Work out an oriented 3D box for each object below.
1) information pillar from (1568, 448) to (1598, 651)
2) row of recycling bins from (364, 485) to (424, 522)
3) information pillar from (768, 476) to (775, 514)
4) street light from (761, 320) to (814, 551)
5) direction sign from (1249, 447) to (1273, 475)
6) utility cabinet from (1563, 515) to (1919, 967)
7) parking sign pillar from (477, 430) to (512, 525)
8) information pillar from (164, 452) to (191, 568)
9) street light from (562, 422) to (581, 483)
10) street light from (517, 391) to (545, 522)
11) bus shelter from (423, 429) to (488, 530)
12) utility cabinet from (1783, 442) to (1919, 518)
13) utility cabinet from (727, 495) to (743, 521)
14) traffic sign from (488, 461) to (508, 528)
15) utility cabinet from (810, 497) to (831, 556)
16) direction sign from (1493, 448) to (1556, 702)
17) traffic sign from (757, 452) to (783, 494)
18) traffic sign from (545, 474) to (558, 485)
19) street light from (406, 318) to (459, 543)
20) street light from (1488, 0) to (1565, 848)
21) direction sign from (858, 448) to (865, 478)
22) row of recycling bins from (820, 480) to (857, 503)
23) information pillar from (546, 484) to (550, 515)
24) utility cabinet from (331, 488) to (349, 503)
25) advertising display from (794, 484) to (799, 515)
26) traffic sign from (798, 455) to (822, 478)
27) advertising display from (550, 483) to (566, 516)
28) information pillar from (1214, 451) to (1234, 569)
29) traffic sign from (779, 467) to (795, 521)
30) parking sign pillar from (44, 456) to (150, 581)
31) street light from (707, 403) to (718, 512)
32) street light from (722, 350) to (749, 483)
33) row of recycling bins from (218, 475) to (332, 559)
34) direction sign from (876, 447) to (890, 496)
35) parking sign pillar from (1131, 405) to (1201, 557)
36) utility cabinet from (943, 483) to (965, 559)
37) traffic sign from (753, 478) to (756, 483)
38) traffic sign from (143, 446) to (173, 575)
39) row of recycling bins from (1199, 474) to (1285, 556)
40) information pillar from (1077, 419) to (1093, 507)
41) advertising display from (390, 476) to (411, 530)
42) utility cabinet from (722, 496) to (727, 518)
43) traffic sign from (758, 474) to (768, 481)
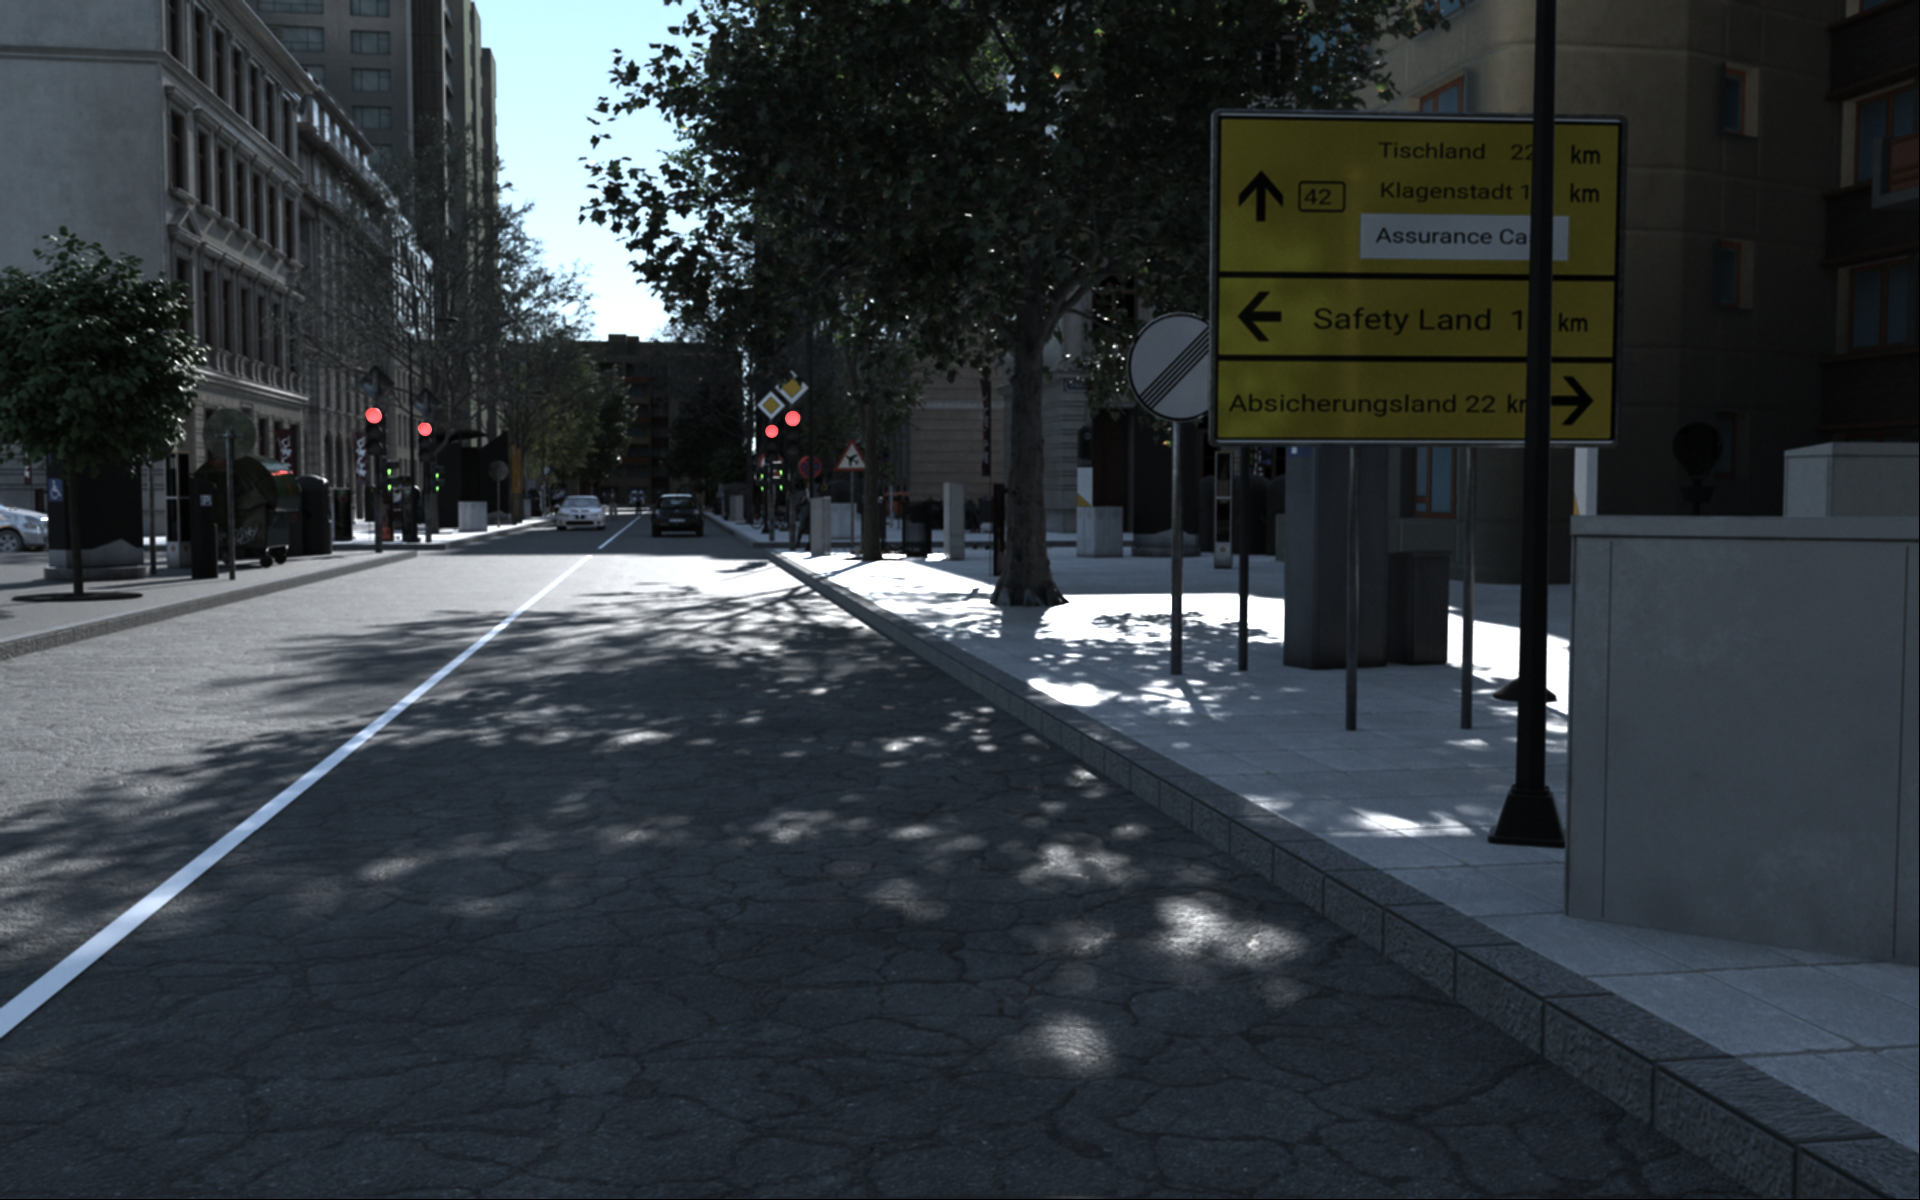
[{"bbox_3d":[5.058,-1.383,13.966,0.183,3.616,0.504,0,4,8],"label":"information pillar"},{"bbox_3d":[-26.169,-4.531,81.202,3.534,1.692,1.069,0,4,2],"label":"row of recycling bins"},{"bbox_3d":[-7.259,-4.606,66.661,0.183,3.616,0.504,-2,4,-32],"label":"information pillar"},{"bbox_3d":[-3.881,-4.054,38.826,1.470,5.913,1.316,-1,4,-10],"label":"street light"},{"bbox_3d":[8.860,-3.643,51.562,0.876,3.537,0.379,2,4,24],"label":"direction sign"},{"bbox_3d":[2.327,0.374,5.045,1.020,1.237,0.306,3,4,36],"label":"utility cabinet"},{"bbox_3d":[-19.649,-5.173,73.046,1.447,3.967,1.447,0,3,0],"label":"parking sign pillar"},{"bbox_3d":[-13.617,-1.571,30.174,0.304,2.012,0.304,1,4,20],"label":"information pillar"},{"bbox_3d":[-25.052,-8.515,111.757,1.470,5.913,1.316,-1,4,-10],"label":"street light"},{"bbox_3d":[-19.411,-6.466,78.260,1.470,5.913,1.316,-1,4,-10],"label":"street light"},{"bbox_3d":[-19.050,-4.549,65.653,1.731,3.624,6.357,-1,4,-10],"label":"bus shelter"},{"bbox_3d":[4.228,0.061,7.677,1.173,1.500,0.318,-1,4,-14],"label":"utility cabinet"},{"bbox_3d":[-10.626,-4.353,82.330,0.306,1.237,1.020,1,4,15],"label":"utility cabinet"},{"bbox_3d":[-17.592,-4.029,65.985,0.768,2.556,0.104,0,4,-3],"label":"traffic sign"},{"bbox_3d":[-2.930,-1.541,36.362,0.306,1.237,1.020,0,4,4],"label":"utility cabinet"},{"bbox_3d":[3.543,-1.148,10.763,0.876,3.537,0.379,-1,4,-11],"label":"direction sign"},{"bbox_3d":[-5.577,-3.115,51.031,0.768,2.556,0.104,0,4,0],"label":"traffic sign"},{"bbox_3d":[-24.628,-6.378,104.385,0.768,2.556,0.104,-1,4,-8],"label":"traffic sign"},{"bbox_3d":[-13.883,-4.470,45.623,1.470,5.913,1.316,-1,4,-10],"label":"street light"},{"bbox_3d":[1.583,-2.057,6.179,1.470,5.913,1.316,-1,4,-10],"label":"street light"},{"bbox_3d":[-4.617,-5.694,85.088,0.876,3.537,0.379,-3,4,-37],"label":"direction sign"},{"bbox_3d":[-3.600,-2.728,51.715,1.069,1.692,3.534,-1,4,-8],"label":"row of recycling bins"},{"bbox_3d":[-25.533,-6.270,107.003,0.304,2.012,0.304,-1,4,-17],"label":"information pillar"},{"bbox_3d":[-22.950,-3.346,63.386,1.173,1.500,0.318,-2,4,-24],"label":"utility cabinet"},{"bbox_3d":[-10.157,-6.207,106.698,0.123,1.923,0.974,1,4,19],"label":"advertising display"},{"bbox_3d":[-4.890,-3.452,56.546,0.768,2.556,0.104,0,4,-5],"label":"traffic sign"},{"bbox_3d":[-24.050,-6.016,103.570,0.974,1.923,0.123,-3,5,-39],"label":"advertising display"},{"bbox_3d":[4.545,-1.550,29.828,0.304,2.012,0.304,1,4,13],"label":"information pillar"},{"bbox_3d":[-8.080,-4.939,80.853,0.768,2.556,0.104,0,4,-1],"label":"traffic sign"},{"bbox_3d":[-13.086,-2.305,26.165,1.447,3.967,1.447,2,4,28],"label":"parking sign pillar"},{"bbox_3d":[-12.216,-7.103,88.667,1.470,5.913,1.316,-1,4,-10],"label":"street light"},{"bbox_3d":[-6.836,-5.105,56.006,1.470,5.913,1.316,-1,4,-10],"label":"street light"},{"bbox_3d":[-14.300,-1.744,35.625,1.069,1.692,3.534,1,4,17],"label":"row of recycling bins"},{"bbox_3d":[-3.816,-5.628,84.016,0.876,3.537,0.379,1,4,11],"label":"direction sign"},{"bbox_3d":[4.264,-2.892,35.756,1.447,3.967,1.447,1,4,19],"label":"parking sign pillar"},{"bbox_3d":[-0.108,-1.558,34.152,0.318,1.500,1.173,0,4,-6],"label":"utility cabinet"},{"bbox_3d":[-13.908,-7.012,114.744,0.768,2.556,0.104,0,4,-1],"label":"traffic sign"},{"bbox_3d":[-12.870,-1.679,27.557,0.768,2.556,0.104,0,4,-6],"label":"traffic sign"},{"bbox_3d":[6.184,-1.854,37.420,1.069,1.692,3.534,-2,4,-26],"label":"row of recycling bins"},{"bbox_3d":[3.875,-3.799,53.464,0.504,3.616,0.183,1,4,22],"label":"information pillar"},{"bbox_3d":[-20.302,-3.512,62.641,0.974,1.923,0.123,-1,4,-8],"label":"advertising display"},{"bbox_3d":[-12.068,-4.878,90.913,1.020,1.237,0.306,3,4,38],"label":"utility cabinet"},{"bbox_3d":[-9.642,-5.232,85.552,0.884,2.594,0.081,0,4,-3],"label":"traffic sign"}]
